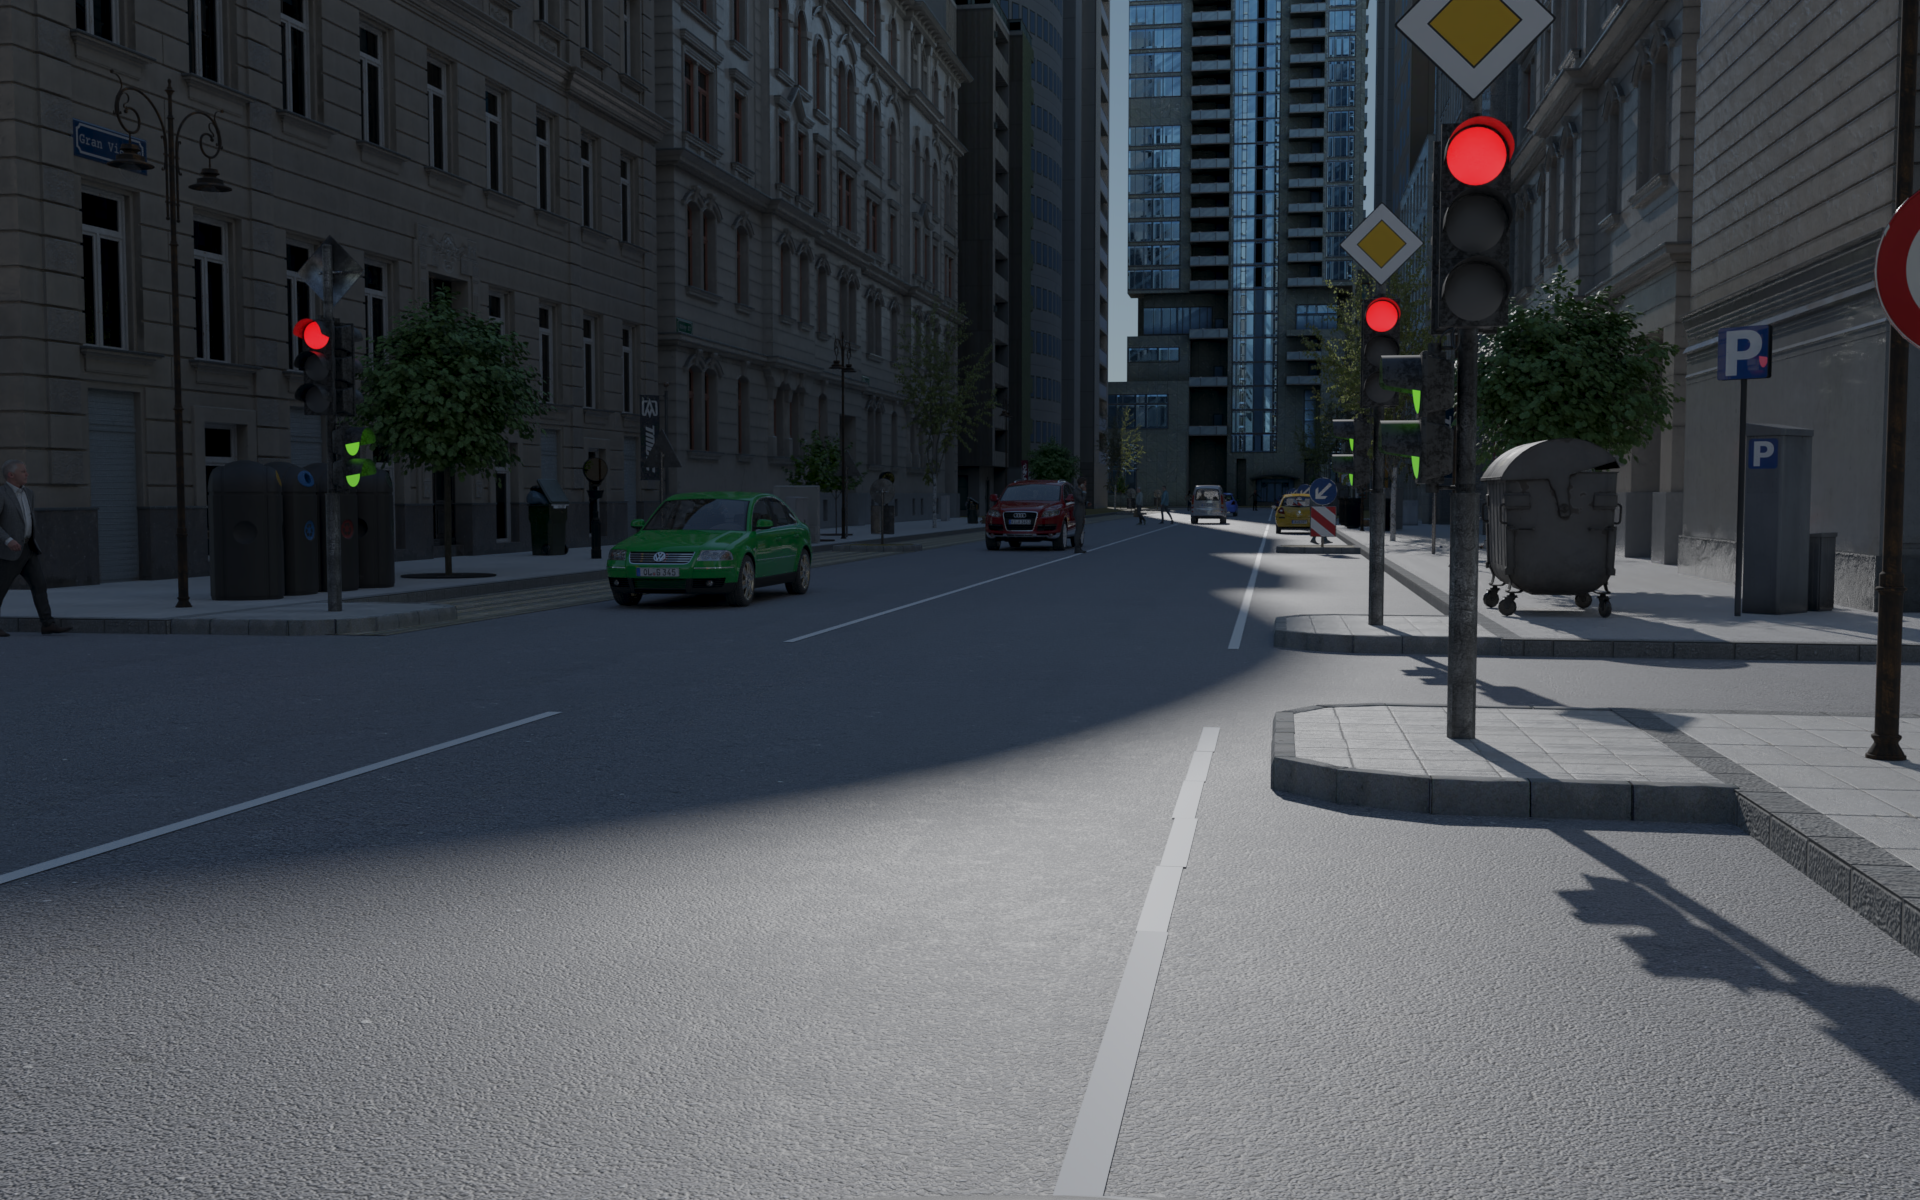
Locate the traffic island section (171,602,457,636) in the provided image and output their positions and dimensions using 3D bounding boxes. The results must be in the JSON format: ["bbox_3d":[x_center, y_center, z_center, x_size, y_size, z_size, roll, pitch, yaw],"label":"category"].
[{"bbox_3d":[-6.862,0.202,18.978,2.009,0.180,2.903,1,4,10],"label":"traffic island section"}]

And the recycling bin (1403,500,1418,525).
[{"bbox_3d":[18.357,-3.577,71.045,0.722,1.027,0.722,0,4,0],"label":"recycling bin"}]

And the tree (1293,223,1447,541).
[{"bbox_3d":[11.707,-5.927,47.270,4.737,8.622,4.395,0,3,0],"label":"tree"}]

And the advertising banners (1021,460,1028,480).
[{"bbox_3d":[3.896,-5.717,89.659,2.074,3.025,0.090,-3,5,-40],"label":"advertising banners"}]

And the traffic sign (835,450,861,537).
[{"bbox_3d":[-3.359,-3.139,51.330,0.884,2.594,0.081,1,4,14],"label":"traffic sign"}]

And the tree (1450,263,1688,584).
[{"bbox_3d":[8.562,-2.517,24.860,4.285,4.588,4.351,0,3,0],"label":"tree"}]

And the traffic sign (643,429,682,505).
[{"bbox_3d":[-5.983,-2.125,34.754,0.884,2.594,0.081,1,4,20],"label":"traffic sign"}]

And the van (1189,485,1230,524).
[{"bbox_3d":[12.206,-4.763,84.884,2.013,2.044,4.112,1,4,10],"label":"van"}]

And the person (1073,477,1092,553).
[{"bbox_3d":[2.964,-2.060,41.983,0.447,1.846,0.655,1,4,9],"label":"person"}]

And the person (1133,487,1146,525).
[{"bbox_3d":[8.384,-4.383,80.648,0.515,1.767,0.782,0,4,-6],"label":"person"}]

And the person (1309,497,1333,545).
[{"bbox_3d":[10.209,-2.464,48.772,0.713,1.824,0.794,2,4,26],"label":"person"}]

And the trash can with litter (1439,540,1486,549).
[{"bbox_3d":[12.261,-1.839,41.120,1.678,1.210,2.233,1,4,16],"label":"trash can with litter"}]

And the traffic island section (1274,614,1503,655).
[{"bbox_3d":[4.097,0.325,16.975,2.009,0.180,2.903,1,4,10],"label":"traffic island section"}]

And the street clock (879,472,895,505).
[{"bbox_3d":[-2.359,-3.130,55.753,0.471,2.002,0.358,-2,4,-29],"label":"street clock"}]

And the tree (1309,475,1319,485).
[{"bbox_3d":[32.247,-10.015,158.354,1.663,3.219,1.824,0,3,0],"label":"tree"}]

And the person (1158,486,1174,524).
[{"bbox_3d":[9.864,-4.566,83.009,0.748,1.841,0.638,3,4,36],"label":"person"}]

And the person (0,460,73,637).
[{"bbox_3d":[-9.425,-0.521,17.422,0.834,1.777,0.661,0,4,2],"label":"person"}]

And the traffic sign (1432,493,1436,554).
[{"bbox_3d":[10.110,-2.250,36.901,0.768,2.556,0.104,1,4,11],"label":"traffic sign"}]

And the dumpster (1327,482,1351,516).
[{"bbox_3d":[18.480,-4.832,84.757,1.264,1.857,1.865,1,4,10],"label":"dumpster"}]

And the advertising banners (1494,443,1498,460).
[{"bbox_3d":[11.914,-2.565,38.124,0.090,3.025,2.074,1,4,9],"label":"advertising banners"}]

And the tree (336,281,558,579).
[{"bbox_3d":[-7.855,-2.631,26.735,4.285,4.588,4.351,0,3,0],"label":"tree"}]

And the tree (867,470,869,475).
[{"bbox_3d":[-3.848,-3.600,53.469,1.663,3.219,1.824,0,3,0],"label":"tree"}]

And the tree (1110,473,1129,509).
[{"bbox_3d":[13.549,-9.195,144.938,1.663,3.219,1.824,0,3,0],"label":"tree"}]

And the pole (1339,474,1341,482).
[{"bbox_3d":[19.897,-5.904,90.379,0.158,3.312,0.155,0,3,0],"label":"pole"}]

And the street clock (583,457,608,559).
[{"bbox_3d":[-7.223,-1.821,34.338,0.471,2.002,0.358,-1,4,-18],"label":"street clock"}]

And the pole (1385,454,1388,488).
[{"bbox_3d":[20.798,-5.545,84.510,0.158,3.312,0.155,0,3,0],"label":"pole"}]

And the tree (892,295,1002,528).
[{"bbox_3d":[-0.759,-7.020,65.133,4.737,8.622,4.395,0,3,0],"label":"tree"}]

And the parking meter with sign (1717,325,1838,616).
[{"bbox_3d":[8.820,-1.366,18.600,1.738,3.016,0.543,-3,4,-38],"label":"parking meter with sign"}]

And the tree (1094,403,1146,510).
[{"bbox_3d":[12.664,-11.574,139.596,4.360,8.622,3.978,0,3,0],"label":"tree"}]

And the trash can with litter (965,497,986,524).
[{"bbox_3d":[0.777,-3.875,74.751,1.055,1.170,0.624,-1,4,-10],"label":"trash can with litter"}]

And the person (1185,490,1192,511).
[{"bbox_3d":[19.308,-8.327,145.373,0.721,1.735,1.217,-3,5,-42],"label":"person"}]

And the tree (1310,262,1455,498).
[{"bbox_3d":[13.281,-6.387,54.788,4.360,8.622,3.978,0,3,0],"label":"tree"}]

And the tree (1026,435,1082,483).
[{"bbox_3d":[5.003,-6.833,95.439,4.285,4.588,4.351,0,3,0],"label":"tree"}]

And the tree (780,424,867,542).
[{"bbox_3d":[-3.830,-3.210,47.088,1.663,3.219,1.824,0,3,0],"label":"tree"}]

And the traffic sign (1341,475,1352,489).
[{"bbox_3d":[20.027,-5.353,89.653,0.606,2.300,0.079,1,4,11],"label":"traffic sign"}]

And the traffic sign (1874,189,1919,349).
[{"bbox_3d":[3.990,-0.411,6.820,0.768,2.556,0.104,1,4,18],"label":"traffic sign"}]

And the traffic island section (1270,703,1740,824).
[{"bbox_3d":[2.659,0.805,9.120,2.009,0.180,2.903,1,4,10],"label":"traffic island section"}]

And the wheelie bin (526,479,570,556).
[{"bbox_3d":[-8.658,-1.735,36.273,0.693,1.594,0.980,2,4,25],"label":"wheelie bin"}]

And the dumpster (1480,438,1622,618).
[{"bbox_3d":[6.374,-0.793,18.724,1.264,1.857,1.865,1,4,10],"label":"dumpster"}]

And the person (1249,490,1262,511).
[{"bbox_3d":[25.354,-8.569,148.745,1.348,1.807,0.705,-1,4,-20],"label":"person"}]

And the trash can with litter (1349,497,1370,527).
[{"bbox_3d":[15.782,-3.489,68.440,1.055,1.170,0.624,1,4,14],"label":"trash can with litter"}]
